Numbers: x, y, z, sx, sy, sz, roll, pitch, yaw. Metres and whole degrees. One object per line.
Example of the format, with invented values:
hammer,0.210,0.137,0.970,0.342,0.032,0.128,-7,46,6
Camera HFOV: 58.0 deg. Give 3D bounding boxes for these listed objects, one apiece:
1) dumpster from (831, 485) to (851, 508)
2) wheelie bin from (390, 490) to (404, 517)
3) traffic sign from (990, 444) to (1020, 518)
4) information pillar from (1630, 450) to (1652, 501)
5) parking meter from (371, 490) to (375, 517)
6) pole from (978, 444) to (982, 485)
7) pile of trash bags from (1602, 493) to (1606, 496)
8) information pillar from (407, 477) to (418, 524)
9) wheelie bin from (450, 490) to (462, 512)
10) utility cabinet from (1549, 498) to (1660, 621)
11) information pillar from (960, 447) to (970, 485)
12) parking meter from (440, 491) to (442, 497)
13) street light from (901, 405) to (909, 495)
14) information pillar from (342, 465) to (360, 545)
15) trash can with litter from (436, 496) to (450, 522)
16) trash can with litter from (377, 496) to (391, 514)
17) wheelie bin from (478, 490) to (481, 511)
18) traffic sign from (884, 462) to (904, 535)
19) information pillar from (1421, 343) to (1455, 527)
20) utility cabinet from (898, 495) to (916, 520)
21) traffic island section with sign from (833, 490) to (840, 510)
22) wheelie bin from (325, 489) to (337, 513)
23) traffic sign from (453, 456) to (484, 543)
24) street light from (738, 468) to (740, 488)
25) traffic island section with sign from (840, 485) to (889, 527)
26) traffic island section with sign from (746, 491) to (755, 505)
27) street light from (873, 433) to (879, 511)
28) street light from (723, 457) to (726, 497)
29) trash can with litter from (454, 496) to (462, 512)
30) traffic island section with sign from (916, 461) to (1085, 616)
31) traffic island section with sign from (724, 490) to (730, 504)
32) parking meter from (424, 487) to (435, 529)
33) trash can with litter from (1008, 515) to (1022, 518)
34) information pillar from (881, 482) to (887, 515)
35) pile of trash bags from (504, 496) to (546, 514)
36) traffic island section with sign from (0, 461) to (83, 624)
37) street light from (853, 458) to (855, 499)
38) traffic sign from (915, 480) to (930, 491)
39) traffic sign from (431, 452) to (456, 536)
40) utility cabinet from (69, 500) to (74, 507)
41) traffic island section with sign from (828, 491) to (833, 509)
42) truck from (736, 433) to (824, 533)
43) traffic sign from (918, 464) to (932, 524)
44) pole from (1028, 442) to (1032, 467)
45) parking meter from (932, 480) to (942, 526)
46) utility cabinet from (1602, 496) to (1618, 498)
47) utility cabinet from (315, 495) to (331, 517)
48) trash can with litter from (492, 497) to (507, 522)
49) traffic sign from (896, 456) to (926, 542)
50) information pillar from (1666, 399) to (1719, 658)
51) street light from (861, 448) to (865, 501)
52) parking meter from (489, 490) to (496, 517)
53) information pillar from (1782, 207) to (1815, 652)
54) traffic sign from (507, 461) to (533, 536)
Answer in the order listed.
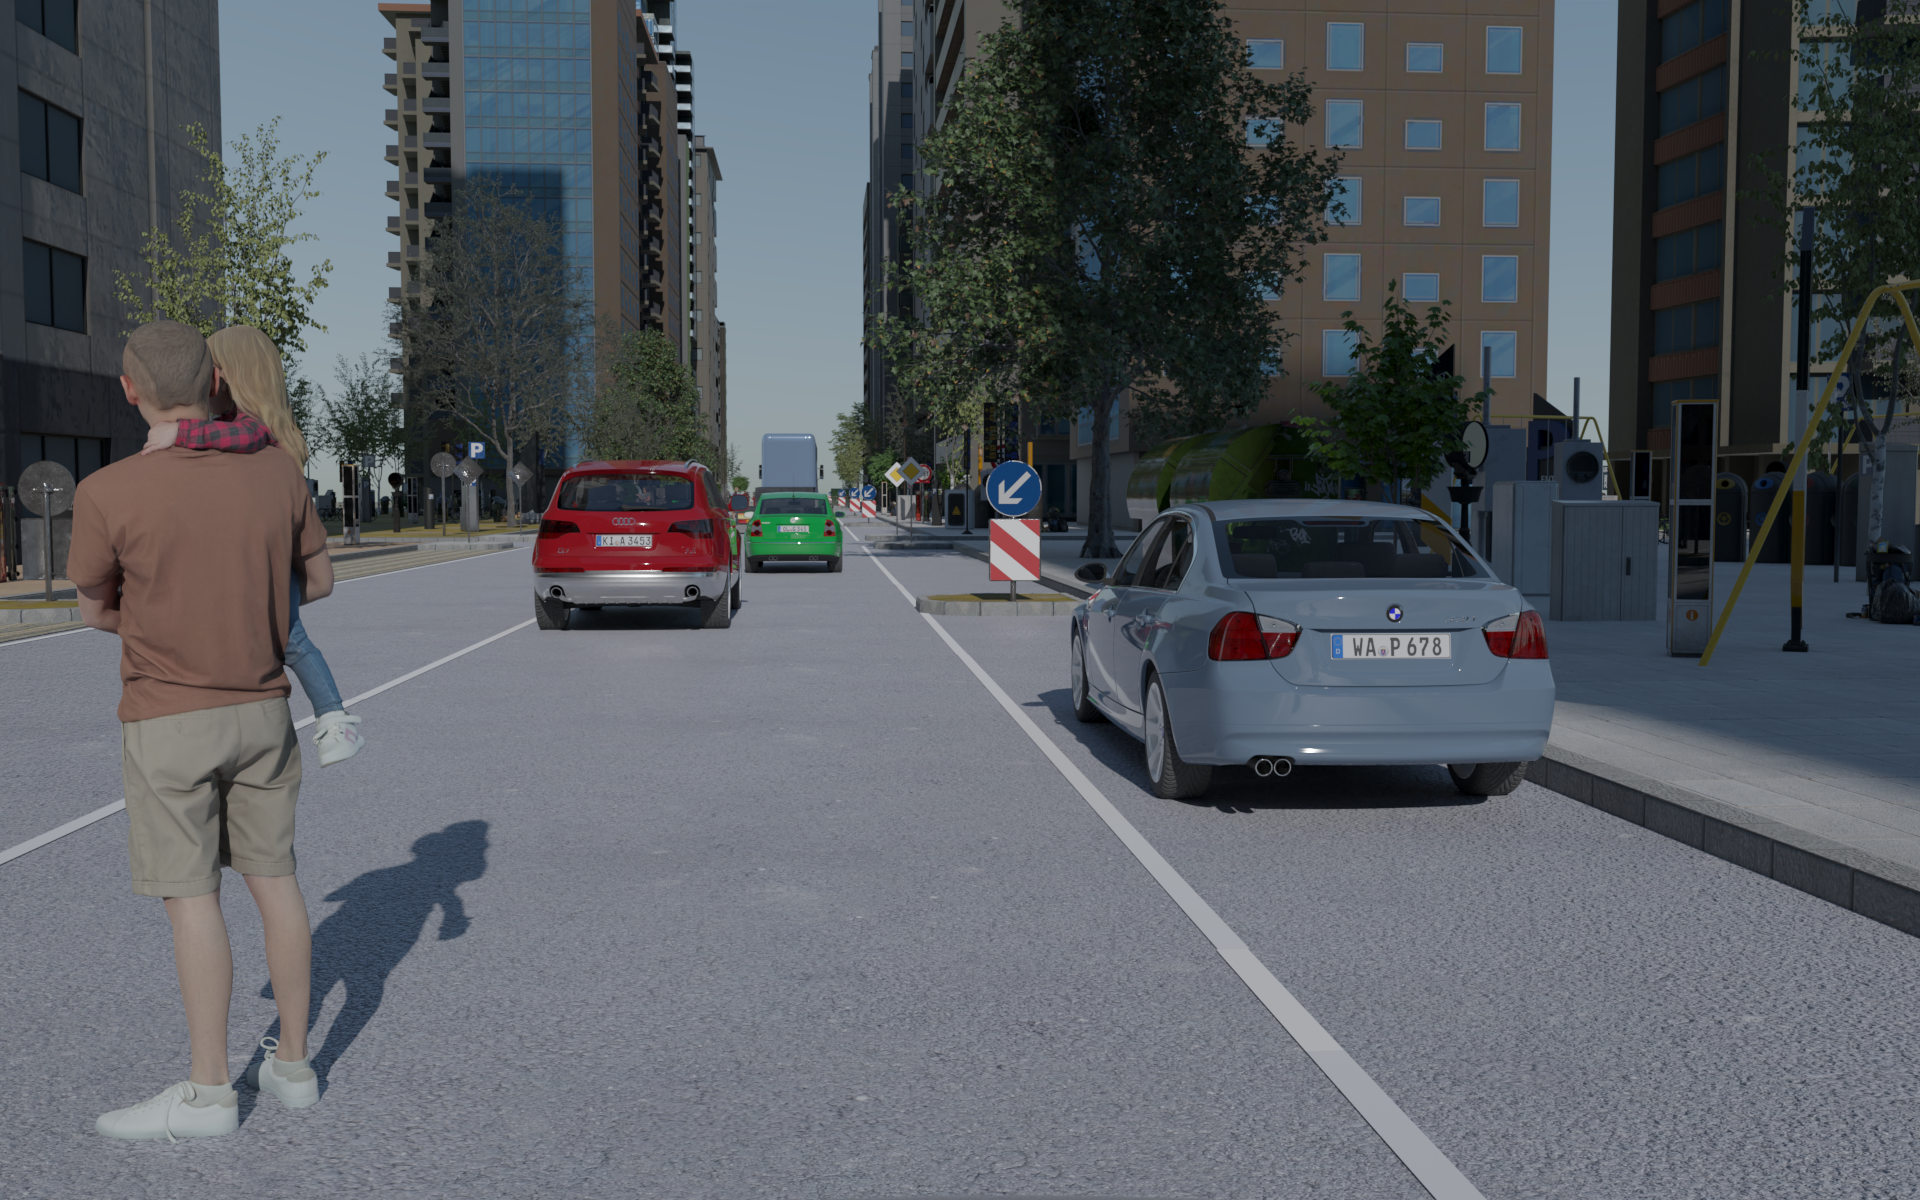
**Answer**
dumpster,-11.403,-9.844,165.904,1.985,2.255,1.502,0,4,-4
wheelie bin,-31.093,-5.376,95.803,0.693,1.594,0.980,-2,4,-30
traffic sign,1.131,-2.678,43.895,0.768,2.556,0.104,0,4,-4
information pillar,11.422,-1.504,29.088,0.304,2.012,0.304,1,4,15
parking meter,-32.755,-5.383,96.421,0.372,1.533,0.369,0,3,0
pole,0.815,-4.660,70.039,0.158,3.312,0.155,0,3,0
pile of trash bags,41.717,-6.077,109.118,3.447,1.369,1.912,-1,4,-9
information pillar,-23.718,-4.314,75.030,0.304,2.012,0.304,2,4,29
wheelie bin,-36.254,-7.157,124.932,0.693,1.594,0.980,2,4,31
utility cabinet,6.546,-0.394,17.596,1.020,1.237,0.306,0,4,-6
information pillar,0.228,-5.085,74.492,0.504,3.616,0.183,3,5,41
parking meter,-36.379,-6.936,121.817,0.372,1.533,0.369,0,3,0
street light,-2.871,-7.147,89.645,0.468,5.910,1.993,0,4,-5
information pillar,-15.300,-2.387,43.513,0.304,2.012,0.304,0,4,4
trash can with litter,-23.946,-4.214,80.283,0.624,1.170,1.055,-1,4,-15
trash can with litter,-36.400,-5.993,109.371,0.624,1.170,1.055,1,4,10
wheelie bin,-35.222,-7.244,126.339,0.980,1.594,0.693,-1,4,-13
traffic sign,-1.967,-3.082,54.025,0.795,2.450,0.064,0,4,-5
information pillar,7.487,-2.186,27.099,0.504,3.616,0.183,2,4,30
utility cabinet,-2.602,-4.528,85.200,1.020,1.237,0.306,1,4,12
traffic island section with sign,-6.417,-5.810,103.628,1.989,1.847,2.006,0,4,-5
wheelie bin,-43.353,-6.810,119.250,0.980,1.594,0.693,3,4,36
traffic sign,-12.806,-2.537,45.129,0.795,2.450,0.064,0,4,-5
street light,-32.067,-17.041,251.414,0.468,5.910,1.993,0,4,-5
traffic island section with sign,-4.174,-4.167,76.766,1.989,1.847,2.006,0,4,-5
traffic island section with sign,-30.976,-15.496,261.980,1.989,1.847,2.006,0,4,-5
street light,-6.220,-9.534,128.661,0.468,5.910,1.993,0,4,-5
street light,-28.891,-14.662,212.503,0.468,5.910,1.993,0,4,-5
trash can with litter,-35.917,-6.863,123.604,1.055,1.170,0.624,-1,4,-9
traffic island section with sign,0.472,-0.774,21.290,1.989,1.847,2.006,0,4,-5
traffic island section with sign,-24.069,-10.440,179.327,1.989,1.847,2.006,0,4,-5
parking meter,-19.407,-3.359,63.326,0.372,1.533,0.369,0,3,0
trash can with litter,2.159,-2.972,59.972,1.055,1.170,0.624,0,4,5
information pillar,-4.611,-6.158,105.170,0.304,2.012,0.304,-1,4,-14
pile of trash bags,-25.581,-5.660,102.295,3.447,1.369,1.912,3,5,40
traffic island section with sign,-10.733,-0.693,19.966,1.989,1.847,2.006,0,4,-5
street light,-12.556,-14.195,204.876,0.468,5.910,1.993,0,4,-5
traffic sign,-1.861,-5.003,81.807,0.884,2.594,0.081,0,3,0
traffic sign,-15.686,-3.211,52.600,0.768,2.556,0.104,0,4,-2
utility cabinet,-15.144,-1.171,30.308,1.020,1.237,0.306,-1,4,-18
traffic island section with sign,-10.604,-8.872,153.688,1.989,1.847,2.006,0,4,-5
truck,-7.280,-4.969,70.995,2.967,4.110,18.799,0,4,-3
traffic sign,-1.574,-4.516,73.949,0.768,2.556,0.104,0,4,-1
pole,2.751,-4.549,68.211,0.158,3.312,0.155,0,3,0
parking meter,-0.923,-3.911,69.661,0.255,1.863,0.399,-3,5,-45
utility cabinet,25.796,-3.564,69.431,0.306,1.237,1.020,-3,5,-42
utility cabinet,-35.475,-5.219,96.486,0.306,1.237,1.020,1,4,19
trash can with litter,-20.749,-4.108,78.557,1.055,1.170,0.624,3,4,37
traffic sign,-1.300,-2.595,46.068,0.795,2.450,0.064,0,4,-5
information pillar,5.760,-0.559,13.635,0.304,2.012,0.304,1,4,15
street light,-9.223,-11.763,165.104,0.468,5.910,1.993,0,4,-5
parking meter,-26.372,-5.465,97.761,0.372,1.533,0.369,0,3,0
information pillar,6.820,-1.387,14.032,0.183,3.616,0.504,2,4,27
traffic sign,-13.472,-3.024,53.086,0.795,2.450,0.064,0,4,-5
